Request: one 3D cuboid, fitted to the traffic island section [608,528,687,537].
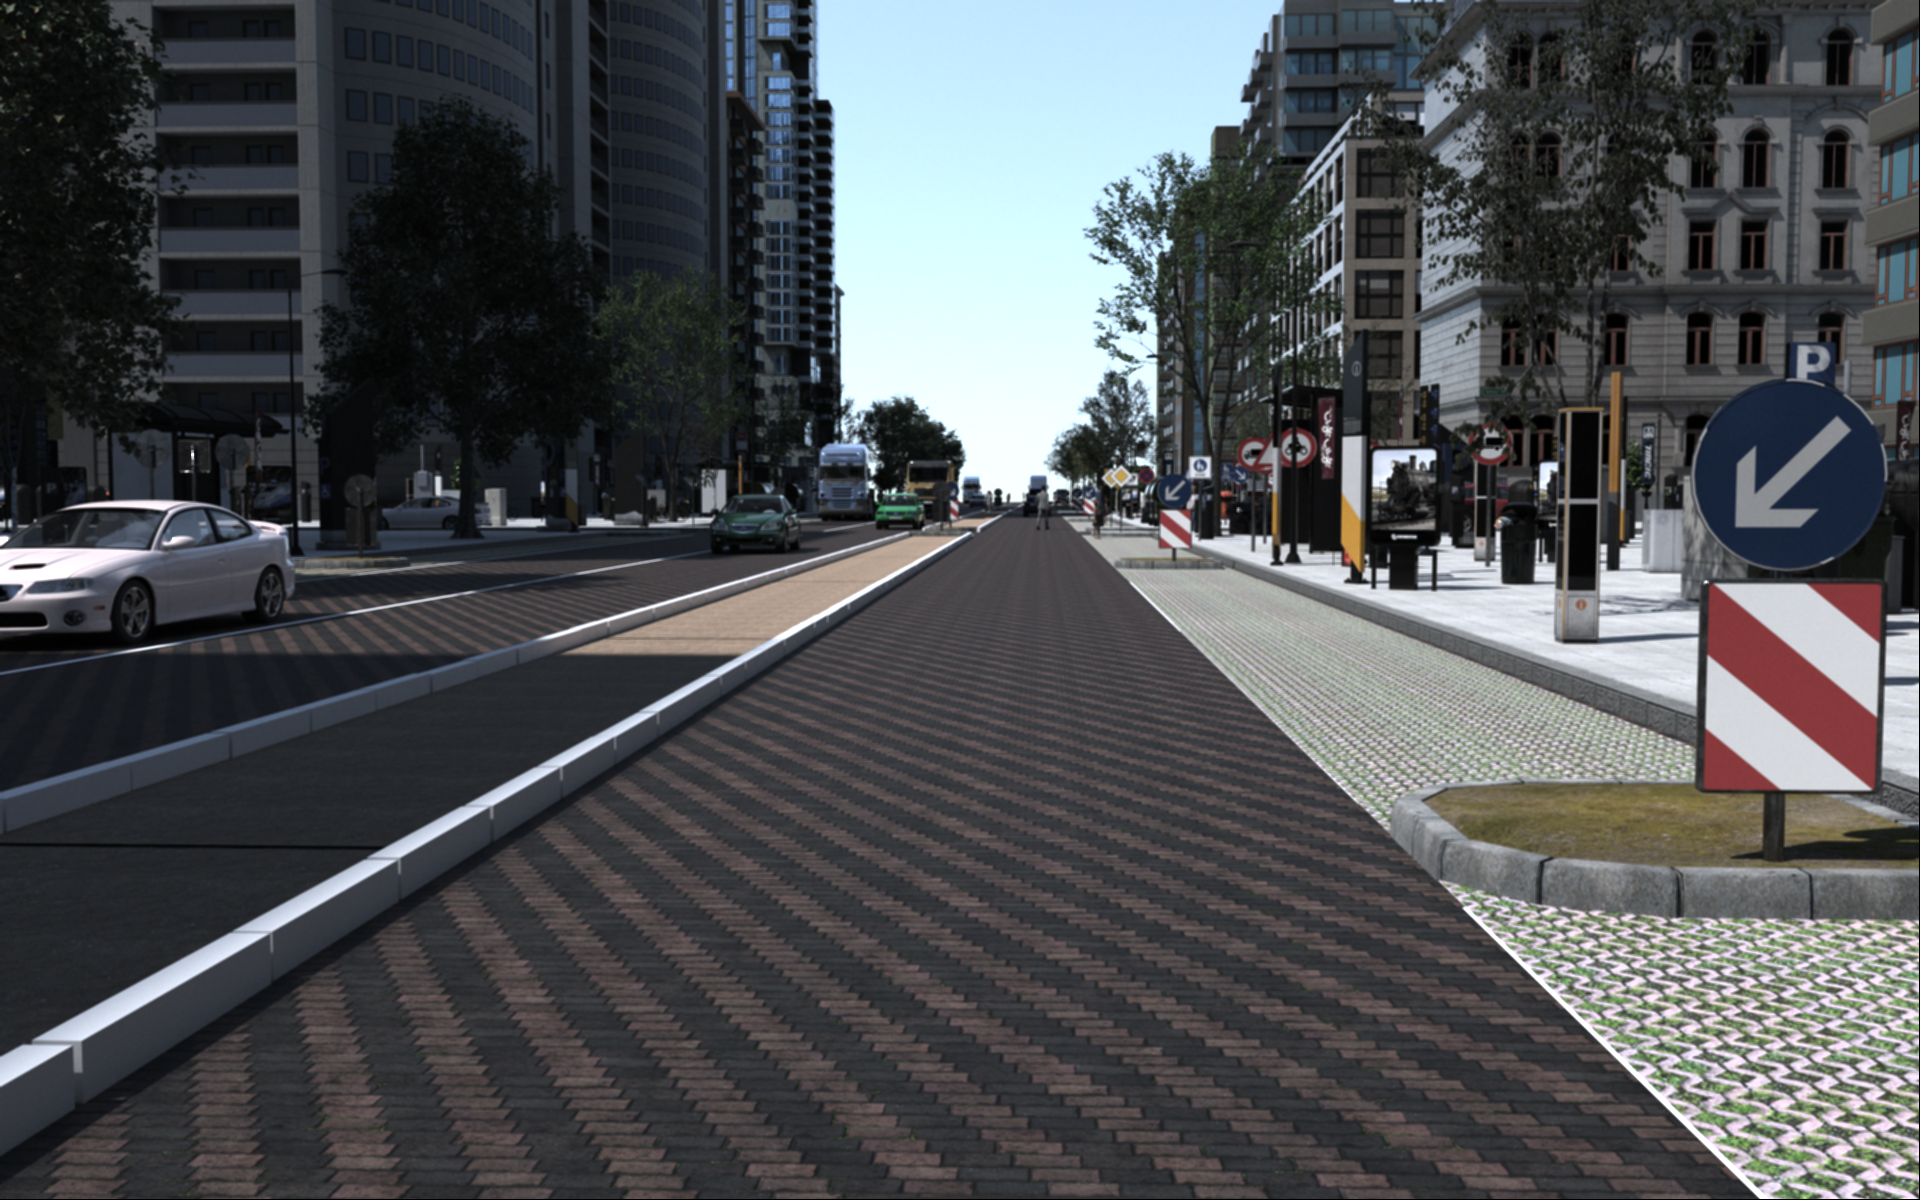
[{"bbox_3d":[-10.755,-2.269,59.382,2.009,0.180,2.903,0,4,3],"label":"traffic island section"}]

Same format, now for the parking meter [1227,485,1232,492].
[{"bbox_3d":[16.266,-6.065,104.873,0.255,1.863,0.399,-3,5,-43],"label":"parking meter"}]

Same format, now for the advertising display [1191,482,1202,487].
[{"bbox_3d":[12.600,-5.406,93.598,0.974,1.923,0.123,-1,4,-10],"label":"advertising display"}]

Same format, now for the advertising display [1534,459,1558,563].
[{"bbox_3d":[11.101,-1.650,32.196,0.123,1.923,0.974,-1,4,-22],"label":"advertising display"}]

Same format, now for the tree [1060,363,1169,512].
[{"bbox_3d":[11.397,-11.579,123.733,7.601,10.594,8.767,0,4,7],"label":"tree"}]

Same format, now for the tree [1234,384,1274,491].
[{"bbox_3d":[19.804,-9.860,111.577,4.360,8.622,3.978,0,3,0],"label":"tree"}]

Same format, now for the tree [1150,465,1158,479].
[{"bbox_3d":[10.541,-6.414,99.471,1.663,3.219,1.824,0,3,0],"label":"tree"}]

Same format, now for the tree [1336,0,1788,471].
[{"bbox_3d":[6.412,-4.149,18.201,4.360,8.622,3.978,0,3,0],"label":"tree"}]

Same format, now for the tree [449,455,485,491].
[{"bbox_3d":[-22.606,-5.126,78.416,1.663,3.219,1.824,0,3,0],"label":"tree"}]

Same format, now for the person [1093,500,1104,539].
[{"bbox_3d":[4.399,-2.553,54.913,0.362,1.253,0.373,-2,4,-27],"label":"person"}]

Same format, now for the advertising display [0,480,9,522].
[{"bbox_3d":[-44.498,-4.588,80.227,0.974,1.923,0.123,1,4,16],"label":"advertising display"}]

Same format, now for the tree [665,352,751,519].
[{"bbox_3d":[-12.887,-8.481,89.019,4.360,8.622,3.978,0,3,0],"label":"tree"}]

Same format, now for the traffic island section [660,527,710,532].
[{"bbox_3d":[-10.390,-2.757,67.359,2.009,0.180,2.903,0,4,3],"label":"traffic island section"}]

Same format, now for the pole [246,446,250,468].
[{"bbox_3d":[-29.969,-4.839,72.964,0.158,3.312,0.155,0,3,0],"label":"pole"}]

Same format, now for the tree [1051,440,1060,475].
[{"bbox_3d":[16.700,-18.108,230.470,7.601,10.594,8.767,1,4,20],"label":"tree"}]

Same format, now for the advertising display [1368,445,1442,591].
[{"bbox_3d":[5.941,-1.097,23.150,0.974,1.923,0.123,3,4,37],"label":"advertising display"}]

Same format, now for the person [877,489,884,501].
[{"bbox_3d":[-5.671,-7.033,123.834,0.599,1.781,0.374,0,4,-6],"label":"person"}]

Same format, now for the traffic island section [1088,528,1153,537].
[{"bbox_3d":[5.470,-2.224,58.639,2.009,0.180,2.903,0,4,3],"label":"traffic island section"}]

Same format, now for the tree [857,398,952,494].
[{"bbox_3d":[-7.739,-16.031,187.867,9.928,11.665,9.643,0,3,0],"label":"tree"}]

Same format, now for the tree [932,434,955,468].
[{"bbox_3d":[-3.885,-20.485,269.346,7.601,10.594,8.767,-1,4,-11],"label":"tree"}]

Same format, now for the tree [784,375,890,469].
[{"bbox_3d":[-9.616,-12.259,134.852,8.767,10.594,7.601,0,4,-6],"label":"tree"}]

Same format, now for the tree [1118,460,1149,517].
[{"bbox_3d":[9.345,-6.165,95.404,1.663,3.219,1.824,0,3,0],"label":"tree"}]

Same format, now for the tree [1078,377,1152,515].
[{"bbox_3d":[9.940,-9.562,106.694,4.360,8.622,3.978,0,3,0],"label":"tree"}]

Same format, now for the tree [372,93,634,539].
[{"bbox_3d":[-14.177,-8.128,49.896,9.611,12.733,9.660,0,3,0],"label":"tree"}]

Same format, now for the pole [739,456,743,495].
[{"bbox_3d":[-11.659,-6.014,92.167,0.158,3.312,0.155,0,3,0],"label":"pole"}]

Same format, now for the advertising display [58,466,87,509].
[{"bbox_3d":[-20.898,-2.178,40.829,0.123,1.923,0.974,0,4,4],"label":"advertising display"}]

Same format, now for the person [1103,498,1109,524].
[{"bbox_3d":[6.838,-4.159,81.161,0.373,1.253,0.362,0,4,-6],"label":"person"}]

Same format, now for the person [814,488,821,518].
[{"bbox_3d":[-8.472,-5.829,104.206,0.661,1.777,0.834,1,4,21],"label":"person"}]

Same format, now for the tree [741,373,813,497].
[{"bbox_3d":[-10.909,-9.446,104.798,4.737,8.622,4.395,0,3,0],"label":"tree"}]

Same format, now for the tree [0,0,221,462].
[{"bbox_3d":[-15.112,-6.559,24.250,9.611,12.733,9.660,0,3,0],"label":"tree"}]

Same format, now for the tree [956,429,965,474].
[{"bbox_3d":[-3.419,-23.467,290.339,9.857,13.997,8.962,0,3,0],"label":"tree"}]

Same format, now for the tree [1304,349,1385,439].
[{"bbox_3d":[19.099,-8.365,87.128,4.737,8.622,4.395,0,3,0],"label":"tree"}]

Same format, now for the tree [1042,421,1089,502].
[{"bbox_3d":[18.854,-23.223,290.072,12.009,13.543,11.850,0,3,0],"label":"tree"}]

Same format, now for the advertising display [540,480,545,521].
[{"bbox_3d":[-19.151,-4.635,80.999,0.974,1.923,0.123,0,4,4],"label":"advertising display"}]

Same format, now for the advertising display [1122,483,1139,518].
[{"bbox_3d":[9.089,-5.357,92.797,0.974,1.923,0.123,1,4,21],"label":"advertising display"}]

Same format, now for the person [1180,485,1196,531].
[{"bbox_3d":[8.071,-3.162,60.875,0.731,1.740,0.598,0,4,5],"label":"person"}]

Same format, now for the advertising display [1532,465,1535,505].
[{"bbox_3d":[12.592,-1.928,36.737,0.123,1.923,0.974,-3,5,-40],"label":"advertising display"}]

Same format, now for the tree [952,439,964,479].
[{"bbox_3d":[-5.678,-19.119,238.352,9.928,11.665,9.643,0,3,0],"label":"tree"}]

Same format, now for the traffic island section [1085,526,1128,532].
[{"bbox_3d":[5.834,-2.712,66.616,2.009,0.180,2.903,0,4,3],"label":"traffic island section"}]

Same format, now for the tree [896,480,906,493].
[{"bbox_3d":[-6.881,-12.901,205.530,1.663,3.219,1.824,0,3,0],"label":"tree"}]

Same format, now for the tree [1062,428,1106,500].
[{"bbox_3d":[13.799,-14.476,187.037,4.737,8.622,4.395,0,3,0],"label":"tree"}]

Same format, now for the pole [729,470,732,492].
[{"bbox_3d":[-17.461,-8.450,131.995,0.158,3.312,0.155,0,3,0],"label":"pole"}]

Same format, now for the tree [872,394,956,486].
[{"bbox_3d":[-6.412,-18.974,216.872,9.857,13.997,8.962,0,3,0],"label":"tree"}]

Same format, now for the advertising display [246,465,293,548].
[{"bbox_3d":[-15.616,-2.079,39.209,0.974,1.923,0.123,-2,4,-30],"label":"advertising display"}]

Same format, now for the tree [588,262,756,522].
[{"bbox_3d":[-13.125,-9.348,78.596,9.928,11.665,9.643,0,3,0],"label":"tree"}]

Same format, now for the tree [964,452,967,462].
[{"bbox_3d":[-2.345,-23.036,302.397,9.928,11.665,9.643,0,3,0],"label":"tree"}]

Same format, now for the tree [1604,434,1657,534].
[{"bbox_3d":[21.742,-3.748,55.887,1.663,3.219,1.824,0,3,0],"label":"tree"}]

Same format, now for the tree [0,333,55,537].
[{"bbox_3d":[-26.641,-5.991,48.323,4.360,8.622,3.978,0,3,0],"label":"tree"}]

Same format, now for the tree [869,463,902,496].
[{"bbox_3d":[-7.765,-11.981,179.606,4.285,4.588,4.351,0,3,0],"label":"tree"}]

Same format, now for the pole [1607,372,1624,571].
[{"bbox_3d":[10.984,-2.152,29.033,0.158,3.312,0.155,0,3,0],"label":"pole"}]

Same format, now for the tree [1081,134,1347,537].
[{"bbox_3d":[7.577,-7.697,51.598,9.928,11.665,9.643,0,3,0],"label":"tree"}]

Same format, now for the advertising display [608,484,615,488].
[{"bbox_3d":[-23.251,-6.766,115.842,0.123,1.923,0.974,3,5,43],"label":"advertising display"}]

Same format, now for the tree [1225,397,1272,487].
[{"bbox_3d":[21.887,-11.043,130.919,4.737,8.622,4.395,0,3,0],"label":"tree"}]

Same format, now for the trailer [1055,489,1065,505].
[{"bbox_3d":[12.036,-12.232,207.043,1.471,1.999,3.904,0,4,1],"label":"trailer"}]
